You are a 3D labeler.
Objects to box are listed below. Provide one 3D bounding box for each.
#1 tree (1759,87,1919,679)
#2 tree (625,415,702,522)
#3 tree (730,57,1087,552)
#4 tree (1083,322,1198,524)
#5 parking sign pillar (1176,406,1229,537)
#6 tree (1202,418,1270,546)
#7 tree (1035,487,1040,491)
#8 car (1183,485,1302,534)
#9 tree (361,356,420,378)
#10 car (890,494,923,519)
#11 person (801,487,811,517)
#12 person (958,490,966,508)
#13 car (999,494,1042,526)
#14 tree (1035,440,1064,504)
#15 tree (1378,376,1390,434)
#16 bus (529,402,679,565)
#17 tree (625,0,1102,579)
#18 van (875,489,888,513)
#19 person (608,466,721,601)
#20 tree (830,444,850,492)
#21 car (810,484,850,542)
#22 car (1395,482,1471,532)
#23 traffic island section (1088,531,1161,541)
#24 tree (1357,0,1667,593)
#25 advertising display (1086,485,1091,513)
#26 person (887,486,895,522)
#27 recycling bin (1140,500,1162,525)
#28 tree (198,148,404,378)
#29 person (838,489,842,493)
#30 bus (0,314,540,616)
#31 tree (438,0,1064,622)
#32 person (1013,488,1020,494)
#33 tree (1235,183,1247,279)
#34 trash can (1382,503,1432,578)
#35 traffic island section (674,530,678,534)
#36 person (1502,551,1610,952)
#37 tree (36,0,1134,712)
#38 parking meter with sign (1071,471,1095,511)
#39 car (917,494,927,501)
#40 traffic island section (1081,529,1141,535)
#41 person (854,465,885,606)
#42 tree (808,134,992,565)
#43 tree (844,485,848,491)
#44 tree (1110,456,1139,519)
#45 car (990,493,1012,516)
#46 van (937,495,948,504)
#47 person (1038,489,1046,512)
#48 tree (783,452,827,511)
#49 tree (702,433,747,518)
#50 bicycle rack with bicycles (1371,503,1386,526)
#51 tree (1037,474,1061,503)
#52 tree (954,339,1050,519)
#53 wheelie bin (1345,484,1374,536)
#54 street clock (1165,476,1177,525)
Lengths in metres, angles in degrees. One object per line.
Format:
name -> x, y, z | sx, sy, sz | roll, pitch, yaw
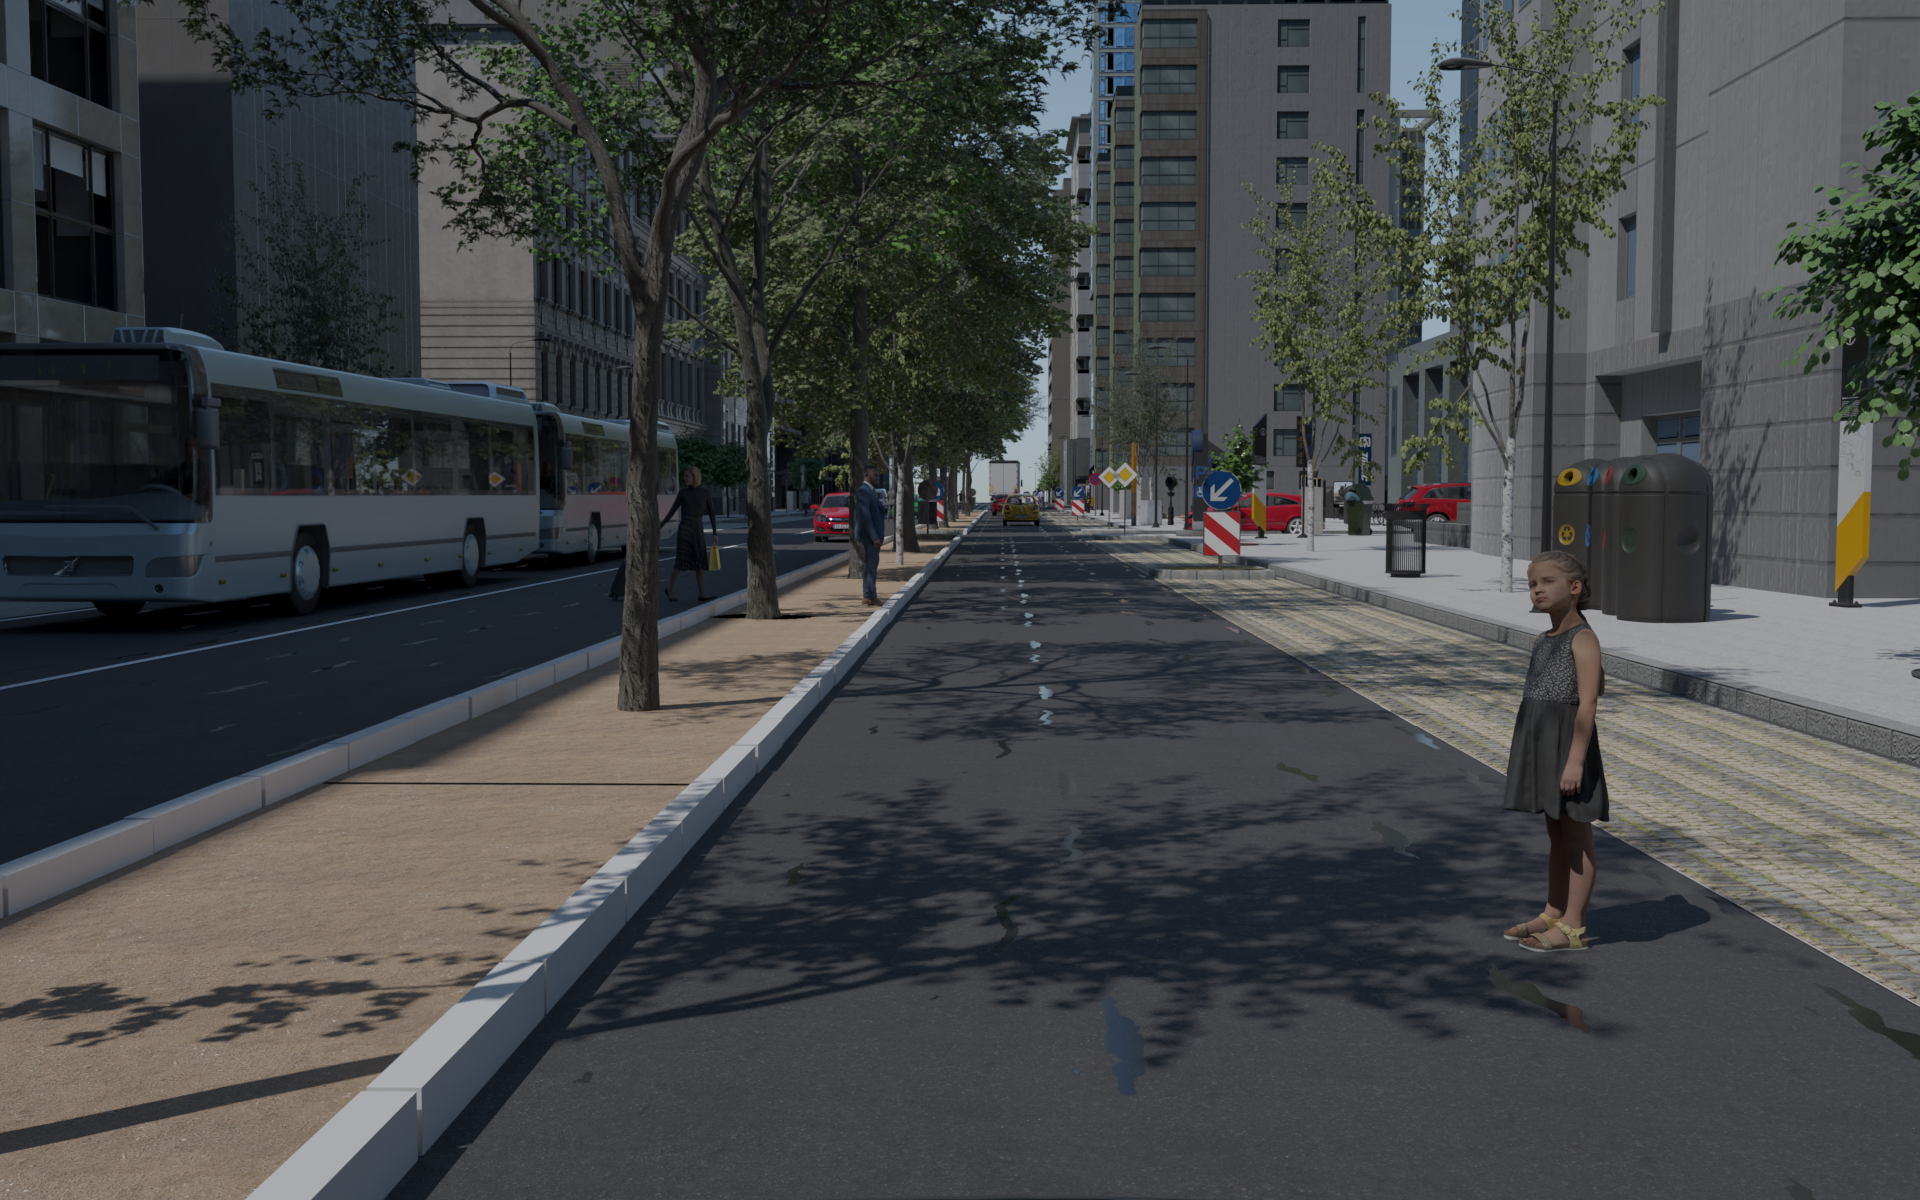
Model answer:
tree -> 7.343, -1.721, 11.846 | 4.285, 4.588, 4.351 | 0, 3, 0
tree -> -13.314, -5.288, 70.174 | 4.285, 4.588, 4.351 | 0, 3, 0
tree -> -1.322, -8.137, 42.145 | 9.857, 13.997, 8.962 | 0, 3, 0
tree -> 7.620, -7.581, 74.317 | 4.360, 8.622, 3.978 | 0, 3, 0
parking sign pillar -> 7.299, -3.925, 52.654 | 1.447, 3.967, 1.447 | 0, 4, 6
tree -> 7.071, -2.980, 43.321 | 1.663, 3.219, 1.824 | 0, 3, 0
tree -> 13.304, -18.034, 289.460 | 1.663, 3.219, 1.824 | 0, 3, 0
car -> 9.674, -2.977, 57.711 | 4.494, 1.783, 2.155 | 0, 4, 2
tree -> -13.819, -3.531, 41.444 | 4.285, 4.588, 4.351 | 0, 3, 0
car -> -3.074, -5.546, 99.475 | 1.959, 1.807, 4.718 | 0, 3, 0
person -> -9.512, -6.054, 107.324 | 0.795, 1.843, 0.661 | 3, 5, 42
person -> 0.119, -10.442, 179.328 | 1.348, 1.812, 0.705 | -1, 4, -20
car -> 2.794, -4.245, 79.623 | 2.015, 1.641, 3.980 | 0, 4, 1
tree -> 12.138, -17.176, 231.183 | 4.737, 8.622, 4.395 | 0, 3, 0
tree -> 24.554, -8.739, 93.239 | 4.360, 8.622, 3.978 | 0, 3, 0
bus -> -8.588, -2.623, 37.743 | 2.948, 3.499, 13.247 | 0, 4, 1
tree -> -1.583, -6.592, 28.358 | 7.486, 12.596, 7.792 | 0, 3, 0
van -> -6.417, -7.587, 131.057 | 2.013, 2.044, 4.112 | 0, 4, 3
person -> -3.926, -0.892, 23.303 | 1.509, 1.804, 0.699 | 2, 4, 26
tree -> -10.527, -13.301, 167.840 | 4.360, 8.622, 3.978 | 0, 3, 0
car -> -3.460, -2.684, 52.931 | 2.155, 1.783, 4.494 | 0, 4, -1
car -> 17.014, -2.966, 57.174 | 5.304, 1.827, 2.281 | 0, 4, 1
traffic island section -> 5.194, -1.963, 54.373 | 2.009, 0.180, 2.903 | 0, 4, 1
tree -> 6.985, -4.414, 22.532 | 4.737, 8.622, 4.395 | 0, 3, 0
advertising display -> 8.700, -6.865, 117.449 | 0.123, 1.923, 0.974 | -1, 4, -11
person -> -3.426, -4.867, 87.880 | 0.655, 1.846, 0.447 | 2, 4, 26
recycling bin -> 7.877, -3.600, 71.414 | 0.722, 1.027, 0.722 | -1, 4, -17
tree -> -13.782, -5.297, 36.971 | 4.360, 8.622, 3.978 | 0, 3, 0
person -> -7.425, -5.914, 105.557 | 0.716, 1.782, 0.532 | -1, 4, -22
bus -> -8.783, -1.733, 23.197 | 2.948, 3.499, 13.247 | 0, 4, 2
tree -> -2.364, -5.590, 19.613 | 9.928, 11.665, 9.643 | 0, 3, 0
person -> 3.943, -6.812, 119.843 | 0.580, 1.828, 0.573 | 2, 4, 25
tree -> 7.940, -5.373, 38.211 | 4.737, 8.622, 4.395 | 0, 3, 0
trash can -> 6.874, -0.920, 26.692 | 0.748, 1.137, 0.748 | 0, 3, 0
traffic island section -> -11.150, -2.476, 62.758 | 2.009, 0.180, 2.903 | 0, 4, 1
person -> 1.874, 0.471, 5.464 | 0.373, 1.253, 0.362 | 0, 4, -7
tree -> -2.156, -4.521, 10.789 | 8.767, 10.594, 7.601 | 0, 4, 1
parking meter with sign -> 9.320, -8.263, 131.364 | 1.738, 3.016, 0.543 | 0, 4, 1
car -> -4.259, -11.166, 194.365 | 2.131, 1.459, 4.920 | 0, 4, 1
traffic island section -> 5.387, -2.451, 62.355 | 2.009, 0.180, 2.903 | 0, 4, 1
person -> -1.152, -0.832, 22.292 | 0.419, 1.800, 0.721 | 0, 4, -5
tree -> -1.246, -5.013, 34.787 | 4.737, 8.622, 4.395 | 0, 3, 0
tree -> -11.251, -11.911, 189.339 | 1.663, 3.219, 1.824 | 0, 3, 0
tree -> 8.319, -5.762, 88.817 | 1.663, 3.219, 1.824 | 0, 3, 0
car -> 3.061, -6.474, 114.895 | 2.155, 1.783, 4.494 | 0, 4, 3
van -> -2.719, -15.376, 258.412 | 2.013, 2.044, 4.112 | 0, 4, 2
person -> 6.723, -8.154, 141.686 | 0.709, 1.838, 0.599 | 2, 4, 31
tree -> -11.796, -9.078, 132.141 | 4.285, 4.588, 4.351 | 0, 3, 0
tree -> -12.751, -5.960, 81.164 | 4.285, 4.588, 4.351 | 0, 3, 0
bicycle rack with bicycles -> 17.385, -3.471, 70.129 | 2.925, 0.926, 2.852 | -1, 4, -10
tree -> 12.231, -15.540, 237.784 | 4.285, 4.588, 4.351 | 0, 3, 0
tree -> 0.461, -12.045, 109.770 | 12.009, 13.543, 11.850 | 0, 3, 0
wheelie bin -> 12.314, -2.789, 53.516 | 0.980, 1.594, 0.693 | -3, 5, -42
street clock -> 8.674, -4.076, 71.214 | 0.358, 2.002, 0.471 | -3, 4, -37
